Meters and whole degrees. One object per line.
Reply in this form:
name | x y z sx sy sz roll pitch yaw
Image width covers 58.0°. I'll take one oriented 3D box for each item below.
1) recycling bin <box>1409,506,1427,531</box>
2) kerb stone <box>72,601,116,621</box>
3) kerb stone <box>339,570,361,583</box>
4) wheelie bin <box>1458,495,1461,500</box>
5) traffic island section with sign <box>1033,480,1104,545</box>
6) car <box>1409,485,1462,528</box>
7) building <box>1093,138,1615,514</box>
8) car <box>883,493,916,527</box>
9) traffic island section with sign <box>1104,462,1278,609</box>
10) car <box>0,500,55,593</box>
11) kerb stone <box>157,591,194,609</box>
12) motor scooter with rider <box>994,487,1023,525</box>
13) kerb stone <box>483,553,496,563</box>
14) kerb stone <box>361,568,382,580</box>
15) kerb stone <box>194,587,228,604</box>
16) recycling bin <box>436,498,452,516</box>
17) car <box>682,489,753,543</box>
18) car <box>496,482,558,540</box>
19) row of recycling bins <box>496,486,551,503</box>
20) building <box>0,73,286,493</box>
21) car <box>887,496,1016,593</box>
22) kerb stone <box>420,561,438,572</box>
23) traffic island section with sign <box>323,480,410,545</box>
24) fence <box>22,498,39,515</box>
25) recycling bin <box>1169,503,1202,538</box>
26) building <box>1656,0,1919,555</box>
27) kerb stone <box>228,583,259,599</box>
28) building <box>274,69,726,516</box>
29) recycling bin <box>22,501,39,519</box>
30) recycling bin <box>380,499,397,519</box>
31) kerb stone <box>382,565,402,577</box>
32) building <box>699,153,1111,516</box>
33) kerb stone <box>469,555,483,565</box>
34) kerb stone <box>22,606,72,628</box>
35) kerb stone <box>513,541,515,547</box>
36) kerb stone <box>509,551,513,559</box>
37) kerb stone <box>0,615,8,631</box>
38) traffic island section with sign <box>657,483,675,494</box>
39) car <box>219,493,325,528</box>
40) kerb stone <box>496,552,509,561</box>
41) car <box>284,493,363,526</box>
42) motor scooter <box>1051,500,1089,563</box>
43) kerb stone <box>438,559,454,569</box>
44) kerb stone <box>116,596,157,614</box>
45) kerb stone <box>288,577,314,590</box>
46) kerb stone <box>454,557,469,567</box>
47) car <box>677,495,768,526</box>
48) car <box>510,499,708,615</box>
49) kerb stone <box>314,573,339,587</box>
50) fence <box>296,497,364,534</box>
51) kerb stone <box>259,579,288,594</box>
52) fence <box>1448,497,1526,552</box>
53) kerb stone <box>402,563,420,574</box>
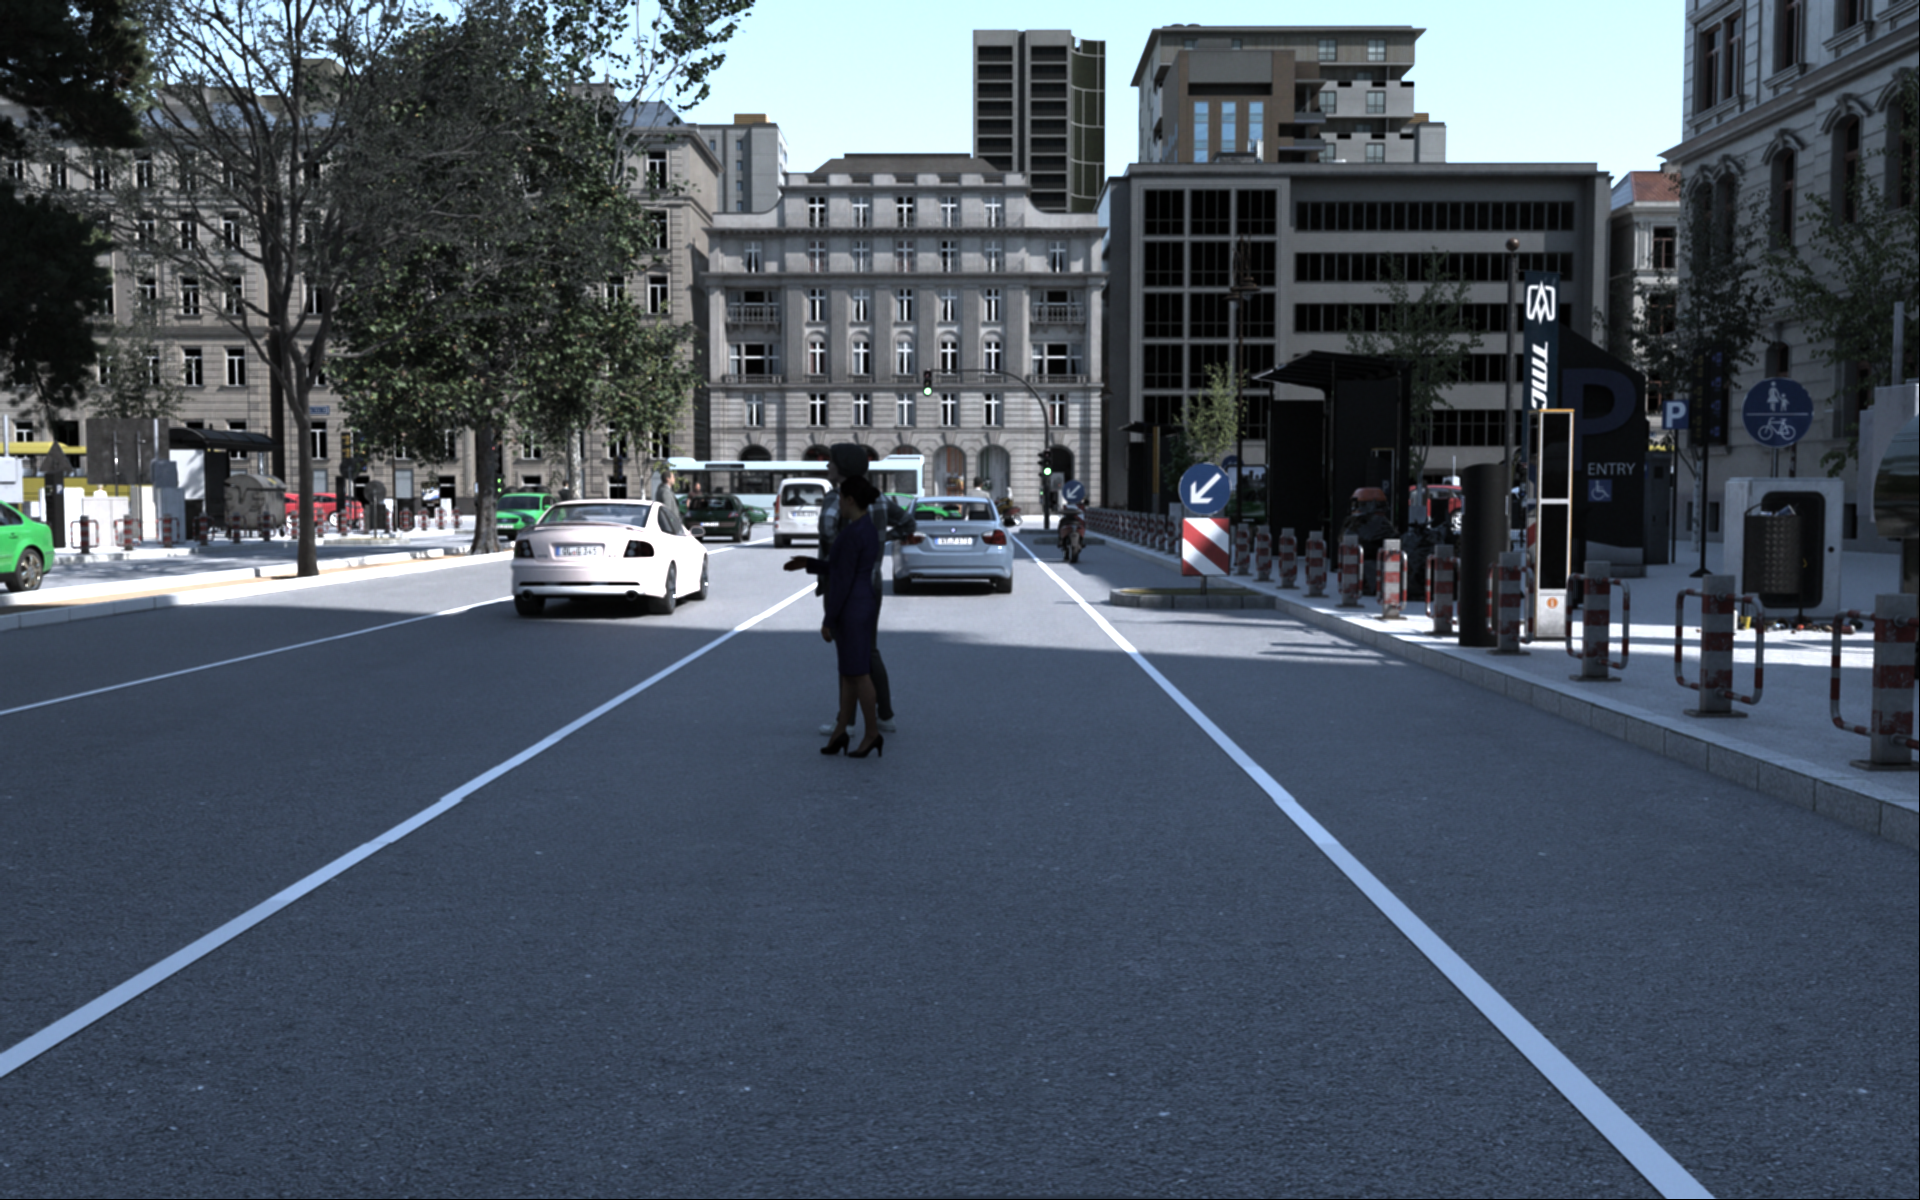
recycling bin | 9.683 -1.539 37.725 0.722 1.027 0.722 -1 4 -14
kerb stone | -10.094 0.132 20.032 0.120 0.150 1.000 0 4 0
kerb stone | -10.053 -0.371 28.269 0.120 0.150 1.000 0 4 0
wheelie bin | 12.773 -2.128 42.701 0.980 1.594 0.693 2 4 31
traffic island section with sign | 3.114 -2.521 49.842 1.989 1.847 2.006 0 4 0
car | 18.611 -3.793 70.684 5.304 1.827 2.281 0 4 -1
building | 23.870 -17.734 109.025 30.058 24.678 14.314 0 4 0
car | -2.238 -3.511 66.200 4.718 1.807 1.959 0 4 0
traffic island section with sign | 2.980 -0.852 22.558 1.989 1.847 2.006 0 4 0
car | -14.120 -0.886 23.282 1.959 1.807 4.718 0 4 1
kerb stone | -10.085 0.006 22.091 0.120 0.150 1.000 0 4 0
motor scooter with rider | 1.965 -4.315 79.508 1.986 1.779 0.876 0 4 2
kerb stone | -10.013 -0.873 36.474 0.120 0.150 1.000 0 4 0
kerb stone | -10.050 -0.434 29.294 0.120 0.150 1.000 0 4 0
kerb stone | -10.080 -0.056 23.116 0.120 0.150 1.000 0 4 0
recycling bin | -29.825 -5.354 100.084 0.722 1.027 0.722 0 4 -4
car | -7.299 -2.591 52.154 2.009 1.686 4.222 0 4 -1
car | -13.384 -2.719 53.245 1.959 1.807 4.718 0 4 1
row of recycling bins | -22.560 -5.002 88.902 3.534 1.692 1.069 1 4 19
building | -53.010 -18.986 107.677 25.104 27.353 12.463 0 4 0
car | -0.128 -0.873 26.277 2.014 1.417 4.499 0 4 -1
kerb stone | -10.027 -0.619 32.373 0.120 0.150 1.000 0 4 0
traffic island section with sign | -16.858 -2.499 49.482 1.989 1.847 2.006 0 4 0
fence | -31.007 -2.789 56.804 2.264 1.192 0.480 1 4 14
recycling bin | 6.543 -2.297 50.110 0.722 1.027 0.722 -3 5 -40
building | 26.079 -15.258 36.854 14.401 28.519 23.554 0 4 0
kerb stone | -10.074 -0.118 24.146 0.120 0.150 1.000 0 4 0
building | -27.870 -18.967 107.368 25.104 27.353 12.463 0 4 0
recycling bin | -31.740 -2.876 59.582 0.722 1.027 0.722 3 4 38
recycling bin | -29.145 -4.638 88.377 0.722 1.027 0.722 -3 4 -37
kerb stone | -10.037 -0.497 30.320 0.120 0.150 1.000 0 4 0
building | -3.194 -16.271 107.828 24.055 21.916 13.314 0 4 0
kerb stone | -10.018 -0.811 35.449 0.120 0.150 1.000 0 4 0
kerb stone | -10.096 0.195 19.007 0.120 0.150 1.000 0 4 0
kerb stone | -12.050 -1.500 46.787 0.120 0.150 1.000 0 4 0
kerb stone | -9.994 -0.994 38.525 0.120 0.150 1.000 0 4 0
kerb stone | -10.103 0.262 17.982 0.120 0.150 1.000 0 4 0
traffic island section with sign | -10.902 -3.392 63.598 2.006 1.907 1.989 0 4 0
car | -27.884 -3.702 69.570 4.494 1.783 2.155 0 4 2
kerb stone | -10.004 -0.936 37.499 0.120 0.150 1.000 0 4 0
car | -28.824 -4.151 76.915 4.494 1.783 2.155 0 4 1
motor scooter | 2.341 -1.458 36.617 0.815 1.314 1.986 0 4 -2
kerb stone | -10.026 -0.684 33.398 0.120 0.150 1.000 0 4 0
kerb stone | -10.098 0.069 21.066 0.120 0.150 1.000 0 4 0
kerb stone | -10.064 -0.242 26.208 0.120 0.150 1.000 0 4 0
kerb stone | -10.024 -0.739 34.425 0.120 0.150 1.000 0 4 0
car | -10.874 -3.924 75.948 4.920 1.459 2.131 0 4 2
car | -4.347 -0.585 21.929 2.083 1.381 4.827 0 4 -1
kerb stone | -10.056 -0.301 27.242 0.120 0.150 1.000 0 4 0
fence | -20.307 -2.719 55.657 0.480 1.192 2.264 3 5 42
kerb stone | -10.072 -0.177 25.182 0.120 0.150 1.000 0 4 0
fence | 11.353 -1.519 36.031 2.264 1.192 0.480 2 4 27
kerb stone | -10.037 -0.560 31.345 0.120 0.150 1.000 0 4 0
